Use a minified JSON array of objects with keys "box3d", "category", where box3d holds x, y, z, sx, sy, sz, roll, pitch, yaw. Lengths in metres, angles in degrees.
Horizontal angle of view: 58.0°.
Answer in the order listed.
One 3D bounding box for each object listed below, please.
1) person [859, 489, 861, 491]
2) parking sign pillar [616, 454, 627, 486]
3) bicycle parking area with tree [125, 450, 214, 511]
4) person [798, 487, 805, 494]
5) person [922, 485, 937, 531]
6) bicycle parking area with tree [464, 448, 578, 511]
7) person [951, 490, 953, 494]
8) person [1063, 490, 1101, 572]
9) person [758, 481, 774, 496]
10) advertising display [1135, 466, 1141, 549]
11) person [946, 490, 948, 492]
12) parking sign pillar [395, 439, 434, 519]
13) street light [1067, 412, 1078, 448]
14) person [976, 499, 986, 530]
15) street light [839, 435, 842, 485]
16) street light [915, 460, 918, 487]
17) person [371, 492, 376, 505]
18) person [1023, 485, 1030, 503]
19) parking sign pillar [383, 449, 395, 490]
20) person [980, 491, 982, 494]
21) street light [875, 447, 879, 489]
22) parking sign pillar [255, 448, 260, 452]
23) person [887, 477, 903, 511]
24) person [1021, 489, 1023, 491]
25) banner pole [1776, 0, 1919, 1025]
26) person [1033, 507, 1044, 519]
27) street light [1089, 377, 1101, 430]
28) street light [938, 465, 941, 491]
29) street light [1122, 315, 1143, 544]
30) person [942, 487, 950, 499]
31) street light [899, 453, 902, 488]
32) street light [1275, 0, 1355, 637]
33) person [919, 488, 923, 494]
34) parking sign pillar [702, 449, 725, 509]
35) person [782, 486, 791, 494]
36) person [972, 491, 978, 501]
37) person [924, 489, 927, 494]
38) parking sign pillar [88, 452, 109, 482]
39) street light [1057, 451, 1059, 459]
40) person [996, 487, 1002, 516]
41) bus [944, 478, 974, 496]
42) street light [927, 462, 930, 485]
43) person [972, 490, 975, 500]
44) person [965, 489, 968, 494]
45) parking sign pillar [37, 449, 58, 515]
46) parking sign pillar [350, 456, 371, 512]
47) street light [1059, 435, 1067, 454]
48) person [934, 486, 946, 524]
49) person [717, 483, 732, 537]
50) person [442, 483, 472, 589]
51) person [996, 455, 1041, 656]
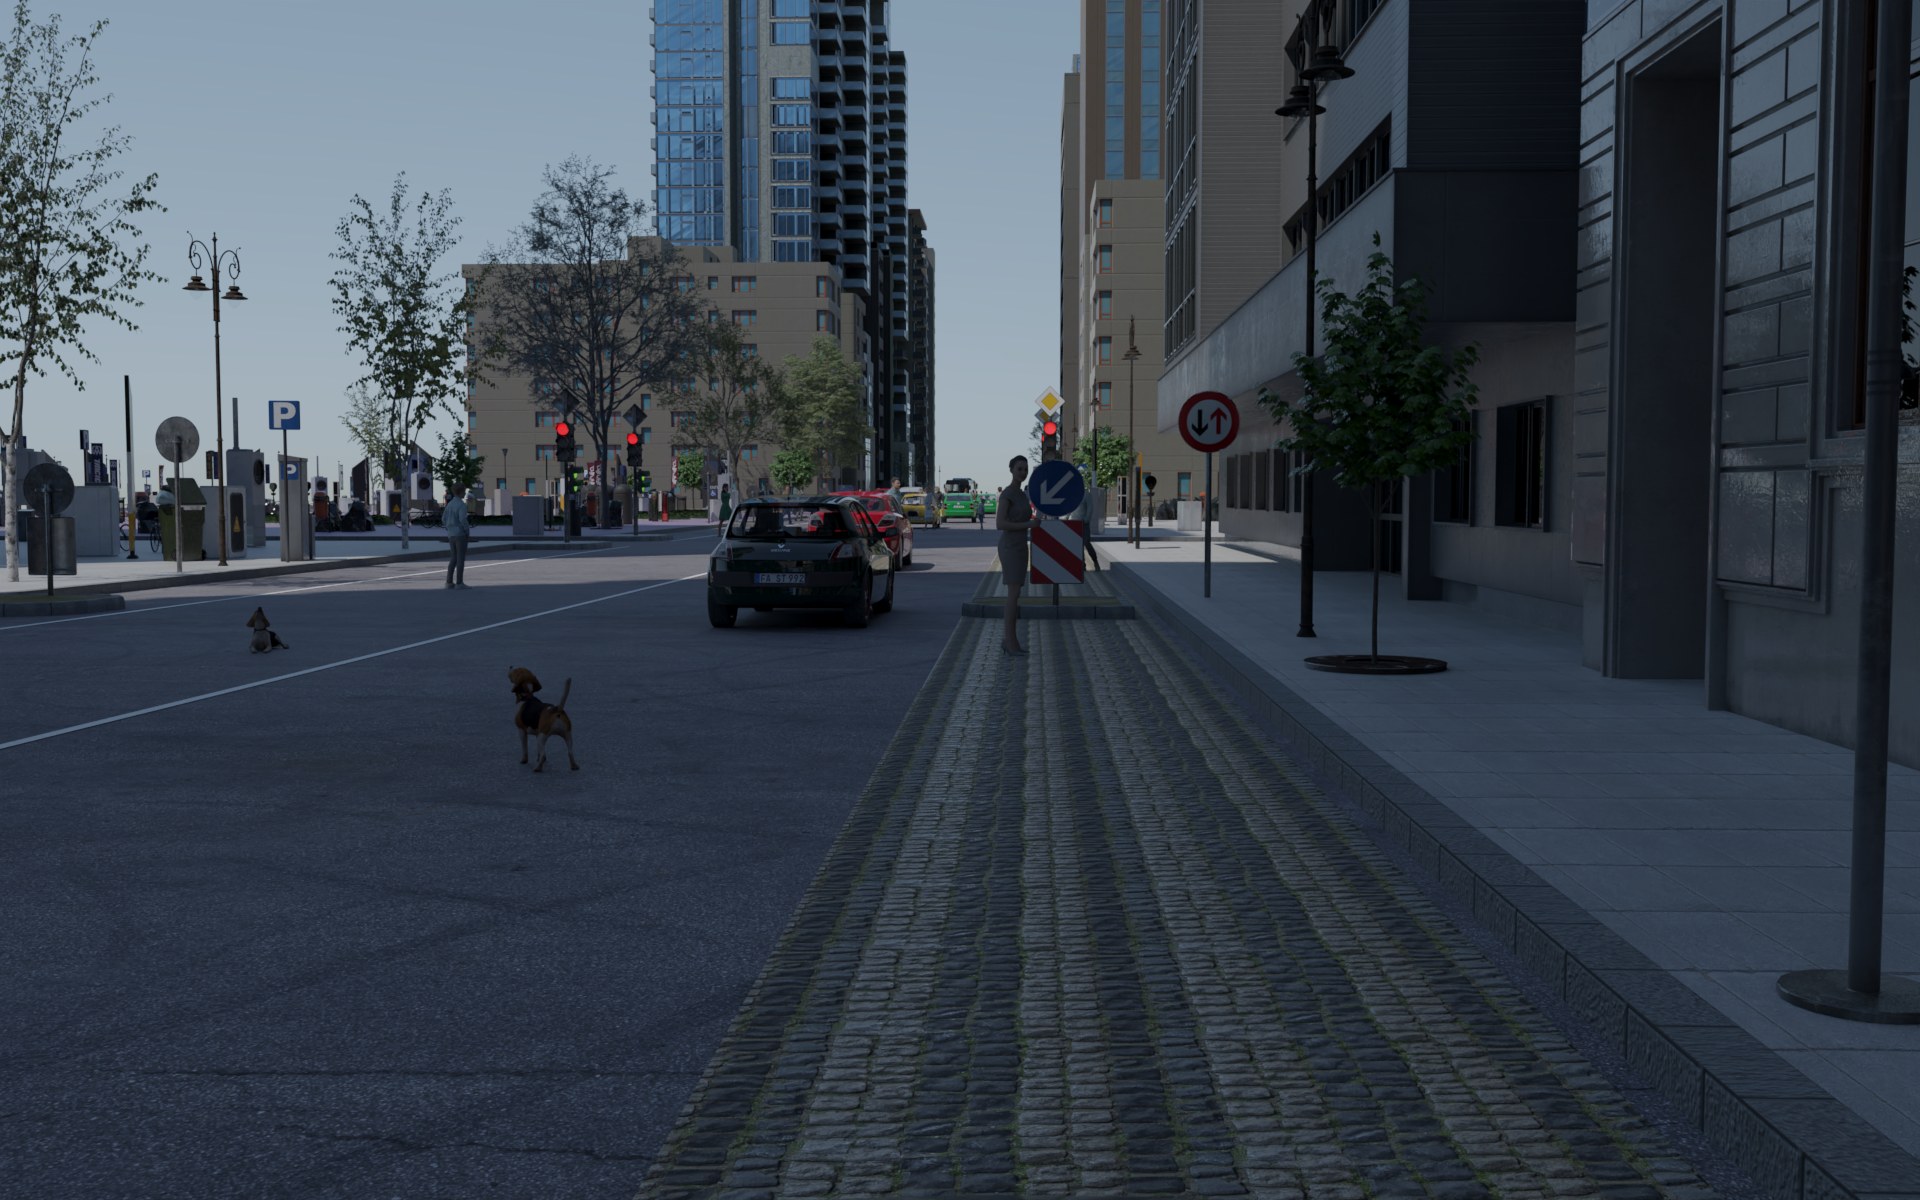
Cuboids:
[{"box3d":[-6.924,-6.790,119.852,0.374,1.781,0.599,2,4,29],"category":"person"},{"box3d":[-22.786,-7.843,116.711,1.447,3.967,1.447,0,4,2],"category":"parking sign pillar"},{"box3d":[-50.605,-7.847,115.304,9.016,4.147,8.231,-2,4,-30],"category":"bicycle parking area with tree"},{"box3d":[-8.420,-5.101,92.029,0.709,1.813,0.853,3,5,44],"category":"person"},{"box3d":[-1.182,-3.593,67.599,0.624,1.780,0.694,0,3,0],"category":"person"},{"box3d":[-26.299,-7.399,107.978,8.231,4.147,9.016,2,4,35],"category":"bicycle parking area with tree"},{"box3d":[-0.744,-8.039,140.469,0.617,1.759,0.750,-2,4,-35],"category":"person"},{"box3d":[2.186,-1.405,31.961,0.515,1.767,0.782,-3,5,-43],"category":"person"},{"box3d":[-6.045,-2.827,54.495,0.659,1.850,0.755,-1,4,-16],"category":"person"},{"box3d":[4.177,-2.171,40.709,0.123,1.923,0.974,0,4,4],"category":"advertising display"},{"box3d":[-1.135,-7.101,125.268,0.598,1.740,0.731,0,3,0],"category":"person"},{"box3d":[-26.539,-5.911,85.110,1.447,3.967,1.447,1,4,23],"category":"parking sign pillar"},{"box3d":[6.479,-7.668,98.165,0.468,5.910,1.993,0,4,2],"category":"street light"},{"box3d":[0.844,-3.402,68.800,0.352,1.250,0.332,-1,4,-18],"category":"person"},{"box3d":[-9.027,-9.686,131.156,0.468,5.910,1.993,0,4,2],"category":"street light"},{"box3d":[-5.514,-14.726,213.557,0.468,5.910,1.993,0,4,2],"category":"street light"},{"box3d":[-71.780,-12.408,212.302,0.756,1.711,0.436,-1,4,-16],"category":"person"},{"box3d":[2.539,-3.576,67.233,0.793,1.790,0.793,0,4,5],"category":"person"},{"box3d":[-33.853,-7.049,103.718,1.447,3.967,1.447,2,4,33],"category":"parking sign pillar"},{"box3d":[1.938,-9.539,165.175,0.721,1.736,1.217,-1,4,-21],"category":"person"},{"box3d":[-7.732,-11.548,161.592,0.468,5.910,1.993,0,4,2],"category":"street light"},{"box3d":[-41.602,-6.906,101.377,1.447,3.967,1.447,-1,4,-20],"category":"parking sign pillar"},{"box3d":[-1.567,-1.927,40.021,0.620,1.820,0.660,2,4,27],"category":"person"},{"box3d":[4.497,-7.294,127.734,0.794,1.824,0.713,-1,4,-23],"category":"person"},{"box3d":[2.511,-0.874,4.311,0.863,3.779,0.401,-1,4,-12],"category":"banner pole"},{"box3d":[2.958,-3.247,62.345,0.760,1.731,0.466,1,4,20],"category":"person"},{"box3d":[5.300,-5.837,68.223,0.468,5.910,1.993,0,4,2],"category":"street light"},{"box3d":[-3.189,-18.315,272.242,0.468,5.910,1.993,0,4,2],"category":"street light"},{"box3d":[4.423,-4.401,44.739,0.468,5.910,1.993,0,4,2],"category":"street light"},{"box3d":[-0.864,-6.123,108.381,0.659,1.850,0.755,1,4,19],"category":"person"},{"box3d":[-6.542,-13.362,191.260,0.468,5.910,1.993,0,4,2],"category":"street light"},{"box3d":[3.116,-2.606,15.396,0.468,5.910,1.993,0,4,2],"category":"street light"},{"box3d":[-2.091,-5.090,92.469,0.760,1.731,0.466,-1,4,-17],"category":"person"},{"box3d":[-14.540,-6.965,102.343,1.447,3.967,1.447,0,4,8],"category":"parking sign pillar"},{"box3d":[-8.183,-4.463,81.388,0.836,1.842,0.656,0,4,1],"category":"person"},{"box3d":[1.387,-8.791,152.955,0.721,1.735,1.217,-3,5,-43],"category":"person"},{"box3d":[-2.351,-6.863,120.810,0.767,1.812,0.694,-1,4,-22],"category":"person"},{"box3d":[-52.897,-7.200,106.184,1.447,3.967,1.447,2,4,31],"category":"parking sign pillar"},{"box3d":[8.429,-10.506,144.563,0.468,5.910,1.993,0,4,2],"category":"street light"},{"box3d":[1.809,-4.023,74.840,0.480,1.755,0.524,2,4,34],"category":"person"},{"box3d":[-0.020,-12.057,191.984,2.948,3.499,13.247,0,4,3],"category":"bus"},{"box3d":[-4.434,-16.521,242.903,0.468,5.910,1.993,0,4,2],"category":"street light"},{"box3d":[1.291,-9.405,162.279,0.705,1.823,1.348,-1,4,-13],"category":"person"},{"box3d":[0.467,-6.434,113.977,0.520,1.790,0.573,2,4,32],"category":"person"},{"box3d":[-54.660,-7.056,103.837,1.447,3.967,1.447,2,4,26],"category":"parking sign pillar"},{"box3d":[-42.444,-8.195,122.457,1.447,3.967,1.447,3,4,38],"category":"parking sign pillar"},{"box3d":[7.730,-9.465,127.543,0.468,5.910,1.993,0,4,2],"category":"street light"},{"box3d":[-1.233,-4.479,81.947,0.699,1.804,1.509,-2,4,-25],"category":"person"},{"box3d":[-7.843,-3.005,57.873,0.529,1.795,0.600,0,4,5],"category":"person"},{"box3d":[-7.552,-0.966,26.097,0.330,1.601,0.589,-3,5,-41],"category":"person"},{"box3d":[0.521,-0.406,15.485,0.374,1.781,0.599,2,4,25],"category":"person"}]
